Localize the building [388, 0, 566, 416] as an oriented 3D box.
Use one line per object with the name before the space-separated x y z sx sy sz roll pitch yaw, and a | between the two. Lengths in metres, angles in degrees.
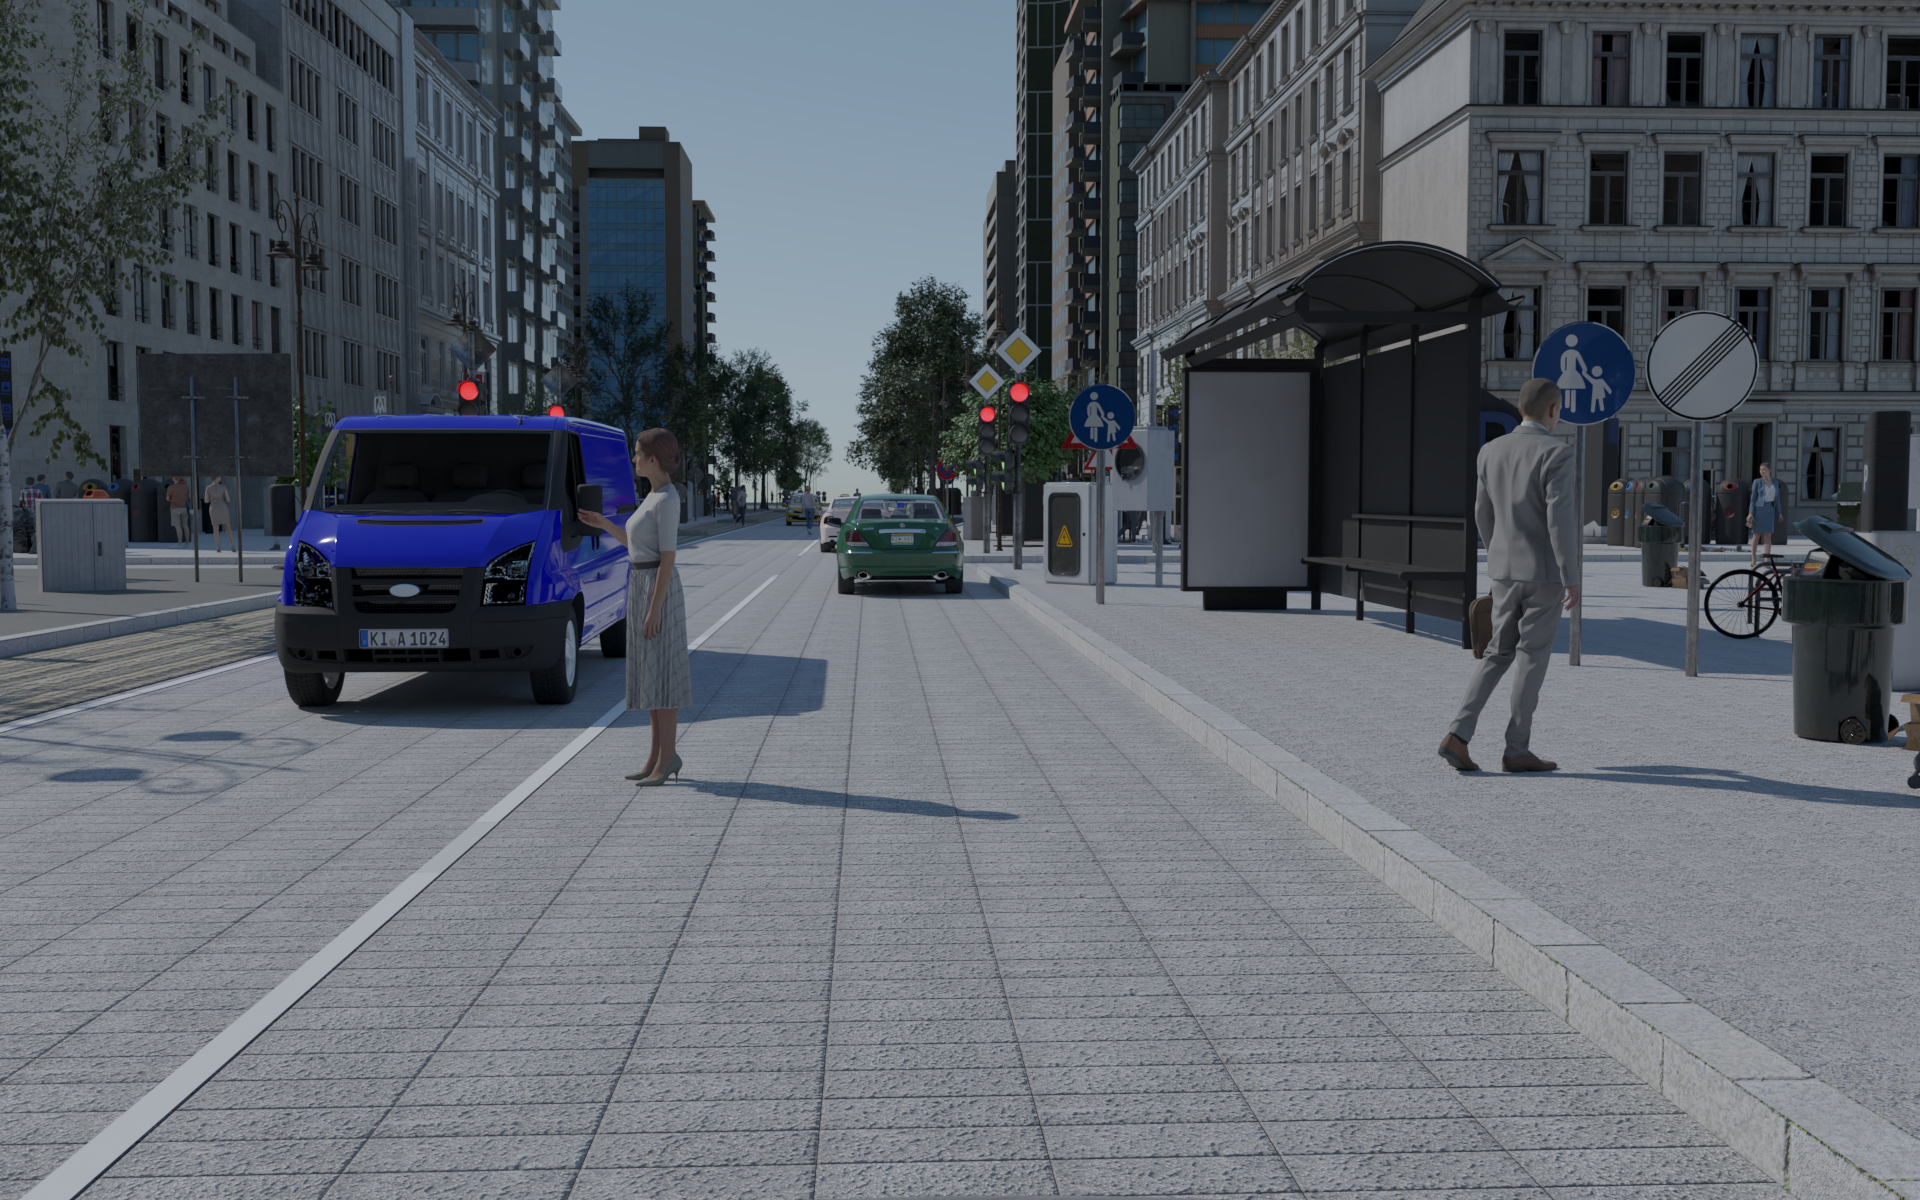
building | -41.298 -30.921 125.169 23.786 49.044 30.456 0 4 -3

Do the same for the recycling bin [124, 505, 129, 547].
recycling bin | -20.412 -1.765 41.417 0.722 1.027 0.722 0 4 1

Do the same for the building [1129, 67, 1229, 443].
building | 17.739 -18.552 100.593 12.463 27.353 25.104 0 4 -3

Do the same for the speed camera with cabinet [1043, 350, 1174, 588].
speed camera with cabinet | 2.053 -1.828 24.220 0.660 3.252 2.038 -3 5 -41

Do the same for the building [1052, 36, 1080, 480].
building | 16.548 -31.663 167.808 14.600 45.320 14.200 0 4 -3

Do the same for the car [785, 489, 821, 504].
car | -8.567 -5.209 94.755 1.945 1.707 3.694 0 4 -5

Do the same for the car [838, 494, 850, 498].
car | -17.214 -15.119 258.994 2.131 1.459 4.920 0 4 -4

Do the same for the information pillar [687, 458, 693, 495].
information pillar | -16.766 -7.116 107.703 0.183 3.616 0.504 2 4 25

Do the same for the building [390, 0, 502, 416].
building | -34.192 -18.992 96.428 13.634 28.700 20.117 0 4 -3

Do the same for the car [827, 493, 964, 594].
car | -0.953 -0.887 26.300 2.131 1.459 4.920 0 4 -4

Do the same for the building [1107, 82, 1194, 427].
building | 17.510 -21.628 125.314 14.160 30.474 14.107 0 4 -3

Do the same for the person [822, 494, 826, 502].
person | -18.397 -13.638 234.671 0.628 1.438 0.799 0 4 -5

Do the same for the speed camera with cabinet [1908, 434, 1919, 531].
speed camera with cabinet | 15.396 -2.019 27.345 2.038 3.252 0.660 -3 5 -41

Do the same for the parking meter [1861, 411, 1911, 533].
parking meter | 6.602 -0.408 12.386 0.255 1.863 0.399 1 4 20

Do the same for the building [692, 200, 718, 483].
building | -46.908 -36.427 250.210 22.147 44.769 28.867 0 4 -3

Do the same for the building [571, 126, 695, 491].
building | -40.718 -34.543 214.887 14.600 45.320 14.200 0 4 -3

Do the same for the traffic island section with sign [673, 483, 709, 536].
traffic island section with sign | -9.692 -3.123 59.696 1.989 1.847 2.006 0 4 -3

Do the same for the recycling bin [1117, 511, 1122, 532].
recycling bin | 5.170 -2.861 59.330 0.722 1.027 0.722 2 4 26

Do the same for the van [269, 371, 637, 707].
van | -3.700 -0.558 13.510 2.240 2.365 5.245 0 4 -4

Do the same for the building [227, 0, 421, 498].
building | -32.568 -15.797 76.307 12.078 24.808 19.932 0 4 -3

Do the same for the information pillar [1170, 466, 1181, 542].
information pillar | 5.801 -2.546 46.113 0.304 2.012 0.304 -1 4 -13

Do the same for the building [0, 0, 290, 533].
building | -30.464 -12.405 57.566 10.420 20.320 16.860 0 4 -3

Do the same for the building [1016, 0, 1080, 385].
building | 16.090 -48.154 225.570 20.563 71.187 20.611 0 4 -3

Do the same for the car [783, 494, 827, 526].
car | -7.108 -4.232 79.415 2.015 1.641 3.980 0 4 -4

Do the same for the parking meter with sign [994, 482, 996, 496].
parking meter with sign | 1.934 -5.082 79.357 1.738 3.016 0.543 3 5 44

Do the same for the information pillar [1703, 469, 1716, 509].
information pillar | 21.742 -2.805 50.352 0.304 2.012 0.304 3 5 40

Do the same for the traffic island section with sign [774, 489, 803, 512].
traffic island section with sign | -13.590 -7.791 136.003 1.989 1.847 2.006 0 4 -3

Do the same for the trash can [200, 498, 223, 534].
trash can | -24.200 -2.714 56.026 0.748 1.137 0.748 0 3 0

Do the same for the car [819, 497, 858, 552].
car | -2.562 -1.929 43.900 2.083 1.381 4.827 0 4 -2

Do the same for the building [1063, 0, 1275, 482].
building | 20.435 -30.084 146.501 22.147 44.769 28.867 0 4 -3

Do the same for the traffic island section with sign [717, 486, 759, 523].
traffic island section with sign | -11.065 -4.770 86.617 1.989 1.847 2.006 0 4 -3

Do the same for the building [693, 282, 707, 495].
building | -41.297 -27.997 229.456 14.160 30.474 14.107 0 4 -3

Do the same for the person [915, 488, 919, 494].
person | -3.111 -6.954 120.455 0.721 1.735 1.217 1 4 20

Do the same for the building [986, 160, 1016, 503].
building | 15.060 -38.141 247.302 21.300 48.544 21.600 0 4 -3

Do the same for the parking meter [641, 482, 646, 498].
parking meter | -14.913 -4.623 81.297 0.399 1.863 0.255 2 4 26

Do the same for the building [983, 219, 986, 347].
building | 10.850 -37.619 265.188 14.600 45.320 14.200 0 4 -3

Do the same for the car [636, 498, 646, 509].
car | -8.758 -2.062 46.294 1.945 1.354 3.894 0 4 -3

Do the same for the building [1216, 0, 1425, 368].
building | 19.600 -16.992 75.084 12.463 27.353 25.104 0 4 -3

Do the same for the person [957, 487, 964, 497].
person | -0.228 -8.170 139.563 1.348 1.831 0.705 -2 4 -25

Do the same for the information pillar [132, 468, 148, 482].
information pillar | -22.791 -2.673 48.195 0.304 2.012 0.304 0 4 7

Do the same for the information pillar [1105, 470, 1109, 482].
information pillar | 6.577 -5.383 79.368 0.504 3.616 0.183 1 4 15

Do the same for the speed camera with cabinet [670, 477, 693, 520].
speed camera with cabinet | -14.165 -5.573 85.461 2.038 3.252 0.660 2 4 30

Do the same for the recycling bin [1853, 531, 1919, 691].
recycling bin | 6.262 0.060 11.581 0.722 1.027 0.722 0 4 -1

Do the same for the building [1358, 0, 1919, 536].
building | 24.123 -11.802 57.598 19.286 19.102 10.561 0 4 -3

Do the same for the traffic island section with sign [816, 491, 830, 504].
traffic island section with sign | -19.185 -14.493 245.586 1.989 1.847 2.006 0 4 -3

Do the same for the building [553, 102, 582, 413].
building | -47.410 -28.162 152.337 32.217 40.220 23.993 0 4 -3
